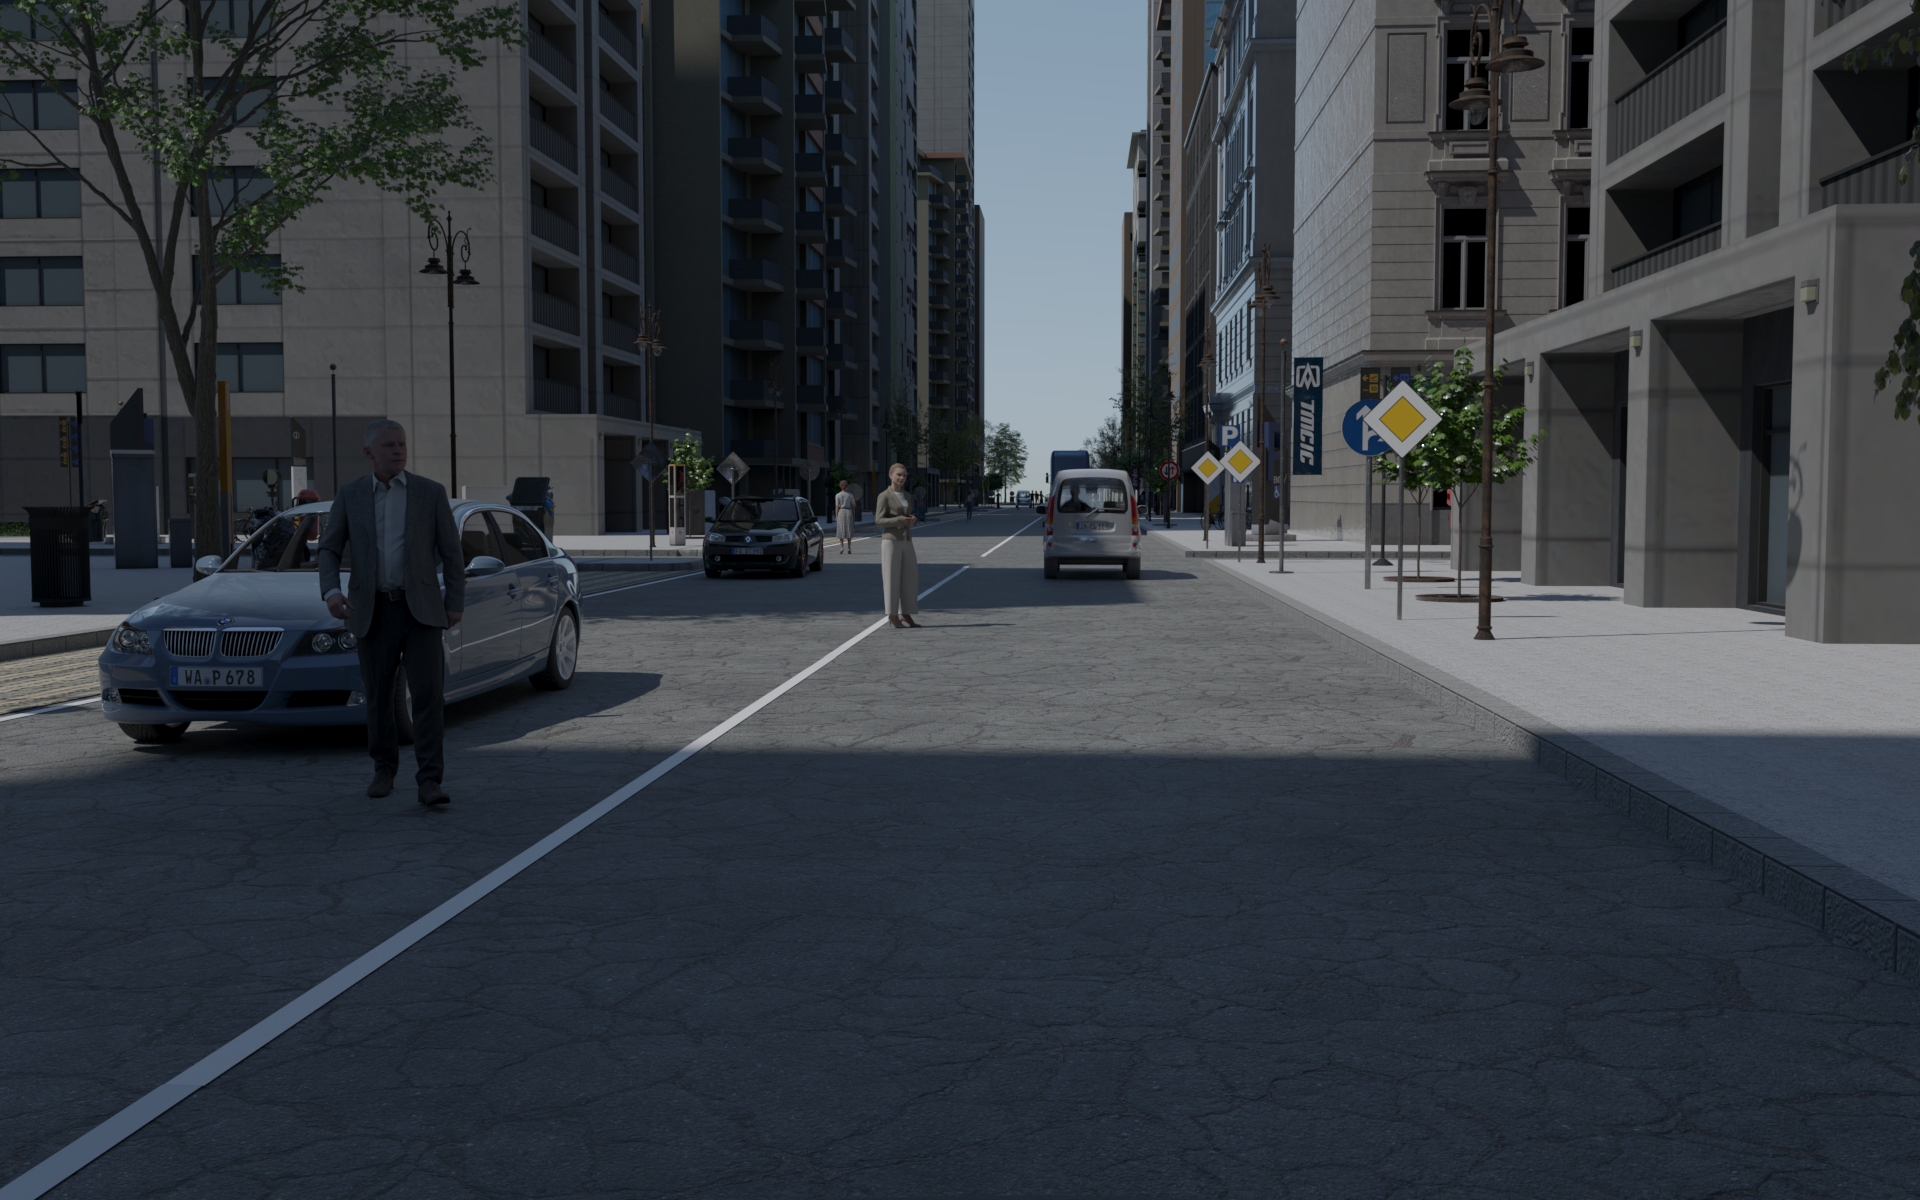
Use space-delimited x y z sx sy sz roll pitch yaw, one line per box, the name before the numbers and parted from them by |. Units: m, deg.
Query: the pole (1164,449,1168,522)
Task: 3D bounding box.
pole | 9.349 -5.178 78.510 0.158 3.312 0.155 0 3 0

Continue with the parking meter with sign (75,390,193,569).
parking meter with sign | -14.204 -2.052 29.812 1.738 3.016 0.543 -2 4 -29

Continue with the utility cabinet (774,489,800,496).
utility cabinet | -8.082 -4.412 80.807 1.173 1.500 0.318 -1 4 -20

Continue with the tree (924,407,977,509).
tree | -1.325 -11.961 145.930 4.737 8.622 4.395 0 3 0

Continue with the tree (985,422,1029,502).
tree | 7.277 -21.779 274.210 7.486 12.596 7.792 0 3 0

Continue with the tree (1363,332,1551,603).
tree | 5.920 -1.599 20.746 1.663 3.219 1.824 0 3 0

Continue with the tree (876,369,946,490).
tree | -3.214 -9.267 101.883 4.360 8.622 3.978 0 3 0

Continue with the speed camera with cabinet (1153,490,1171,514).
speed camera with cabinet | 12.698 -6.996 108.719 0.660 3.252 2.038 -1 4 -10

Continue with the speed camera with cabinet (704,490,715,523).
speed camera with cabinet | -11.829 -5.147 78.485 0.660 3.252 2.038 -3 4 -38

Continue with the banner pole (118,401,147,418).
banner pole | -22.364 -3.474 46.809 0.863 3.779 0.401 -2 4 -30

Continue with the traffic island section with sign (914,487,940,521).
traffic island section with sign | -2.069 -5.038 90.991 1.989 1.847 2.006 0 4 4

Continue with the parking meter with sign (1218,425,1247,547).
parking meter with sign | 6.807 -2.856 42.954 0.543 3.016 1.738 0 4 -1

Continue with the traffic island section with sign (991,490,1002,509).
traffic island section with sign | 3.097 -9.745 167.958 1.989 1.847 2.006 0 4 4

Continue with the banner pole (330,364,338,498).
banner pole | -12.117 -2.664 33.567 0.401 3.779 0.863 -1 4 -22

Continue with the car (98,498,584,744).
car | -3.839 0.030 11.519 2.014 1.417 4.499 0 4 4

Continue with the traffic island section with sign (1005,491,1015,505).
traffic island section with sign | 6.758 -13.072 222.348 1.989 1.847 2.006 0 4 4

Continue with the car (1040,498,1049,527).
car | 4.585 -3.945 76.863 2.083 1.381 4.827 0 4 3

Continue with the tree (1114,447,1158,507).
tree | 12.212 -8.318 119.713 4.285 4.588 4.351 0 3 0

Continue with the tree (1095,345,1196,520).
tree | 9.621 -8.336 86.658 4.737 8.622 4.395 0 3 0

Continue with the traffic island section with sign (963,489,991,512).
traffic island section with sign | 1.272 -8.077 140.693 1.989 1.847 2.006 0 4 4

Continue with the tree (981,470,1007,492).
tree | 4.431 -14.885 227.077 4.285 4.588 4.351 0 3 0

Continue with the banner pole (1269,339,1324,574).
banner pole | 5.436 -2.318 27.923 0.863 3.779 0.401 1 4 13

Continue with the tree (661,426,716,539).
tree | -7.877 -3.367 49.656 1.663 3.219 1.824 0 3 0

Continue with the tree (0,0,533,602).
tree | -9.136 -5.785 20.345 9.928 11.665 9.643 0 3 0

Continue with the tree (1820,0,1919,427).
tree | 4.460 -3.460 6.940 4.360 8.622 3.978 0 3 0

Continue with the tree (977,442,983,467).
tree | -0.013 -12.746 158.753 4.737 8.622 4.395 0 3 0

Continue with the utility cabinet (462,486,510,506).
utility cabinet | -12.394 -2.240 45.301 1.173 1.500 0.318 -2 4 -34

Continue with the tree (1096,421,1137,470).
tree | 15.800 -13.491 170.947 4.360 8.622 3.978 0 3 0

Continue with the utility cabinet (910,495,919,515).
utility cabinet | -2.886 -5.807 106.103 1.020 1.237 0.306 1 4 20

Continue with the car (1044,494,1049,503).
car | 14.118 -16.049 272.616 2.015 1.641 3.980 0 4 2

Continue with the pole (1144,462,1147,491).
pole | 11.921 -7.198 111.536 0.158 3.312 0.155 0 3 0

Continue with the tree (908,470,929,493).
tree | -3.139 -7.958 124.711 1.663 3.219 1.824 0 3 0

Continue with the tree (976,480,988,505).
tree | 3.063 -13.385 213.445 1.663 3.219 1.824 0 3 0

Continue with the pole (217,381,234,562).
pole | -13.284 -2.293 31.338 0.158 3.312 0.155 0 3 0

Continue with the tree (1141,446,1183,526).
tree | 8.222 -4.648 70.596 1.663 3.219 1.824 0 3 0

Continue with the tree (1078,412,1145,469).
tree | 17.192 -16.123 198.022 8.767 10.594 7.601 0 4 5

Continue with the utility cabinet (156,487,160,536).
utility cabinet | -23.965 -2.551 50.386 1.173 1.500 0.318 -3 4 -36

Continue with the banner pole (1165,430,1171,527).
banner pole | 8.026 -4.675 66.455 0.401 3.779 0.863 0 4 2

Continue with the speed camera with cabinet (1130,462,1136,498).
speed camera with cabinet | 10.498 -6.898 107.121 0.660 3.252 2.038 1 4 10

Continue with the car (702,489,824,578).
car | -3.468 -1.294 30.938 2.009 1.686 4.222 0 4 2

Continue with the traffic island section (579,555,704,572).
traffic island section | -5.953 -0.672 33.276 2.009 0.180 2.903 0 4 4

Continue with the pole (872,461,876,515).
pole | -5.251 -6.842 105.712 0.158 3.312 0.155 0 3 0

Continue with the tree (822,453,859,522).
tree | -5.632 -5.236 80.207 1.663 3.219 1.824 0 3 0

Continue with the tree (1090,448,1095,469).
tree | 16.118 -14.140 181.548 4.737 8.622 4.395 0 3 0

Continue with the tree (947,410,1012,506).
tree | 2.440 -15.809 192.896 7.601 10.594 8.767 1 4 21

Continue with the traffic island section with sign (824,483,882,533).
traffic island section with sign | -3.904 -3.371 63.740 1.989 1.847 2.006 0 4 4
